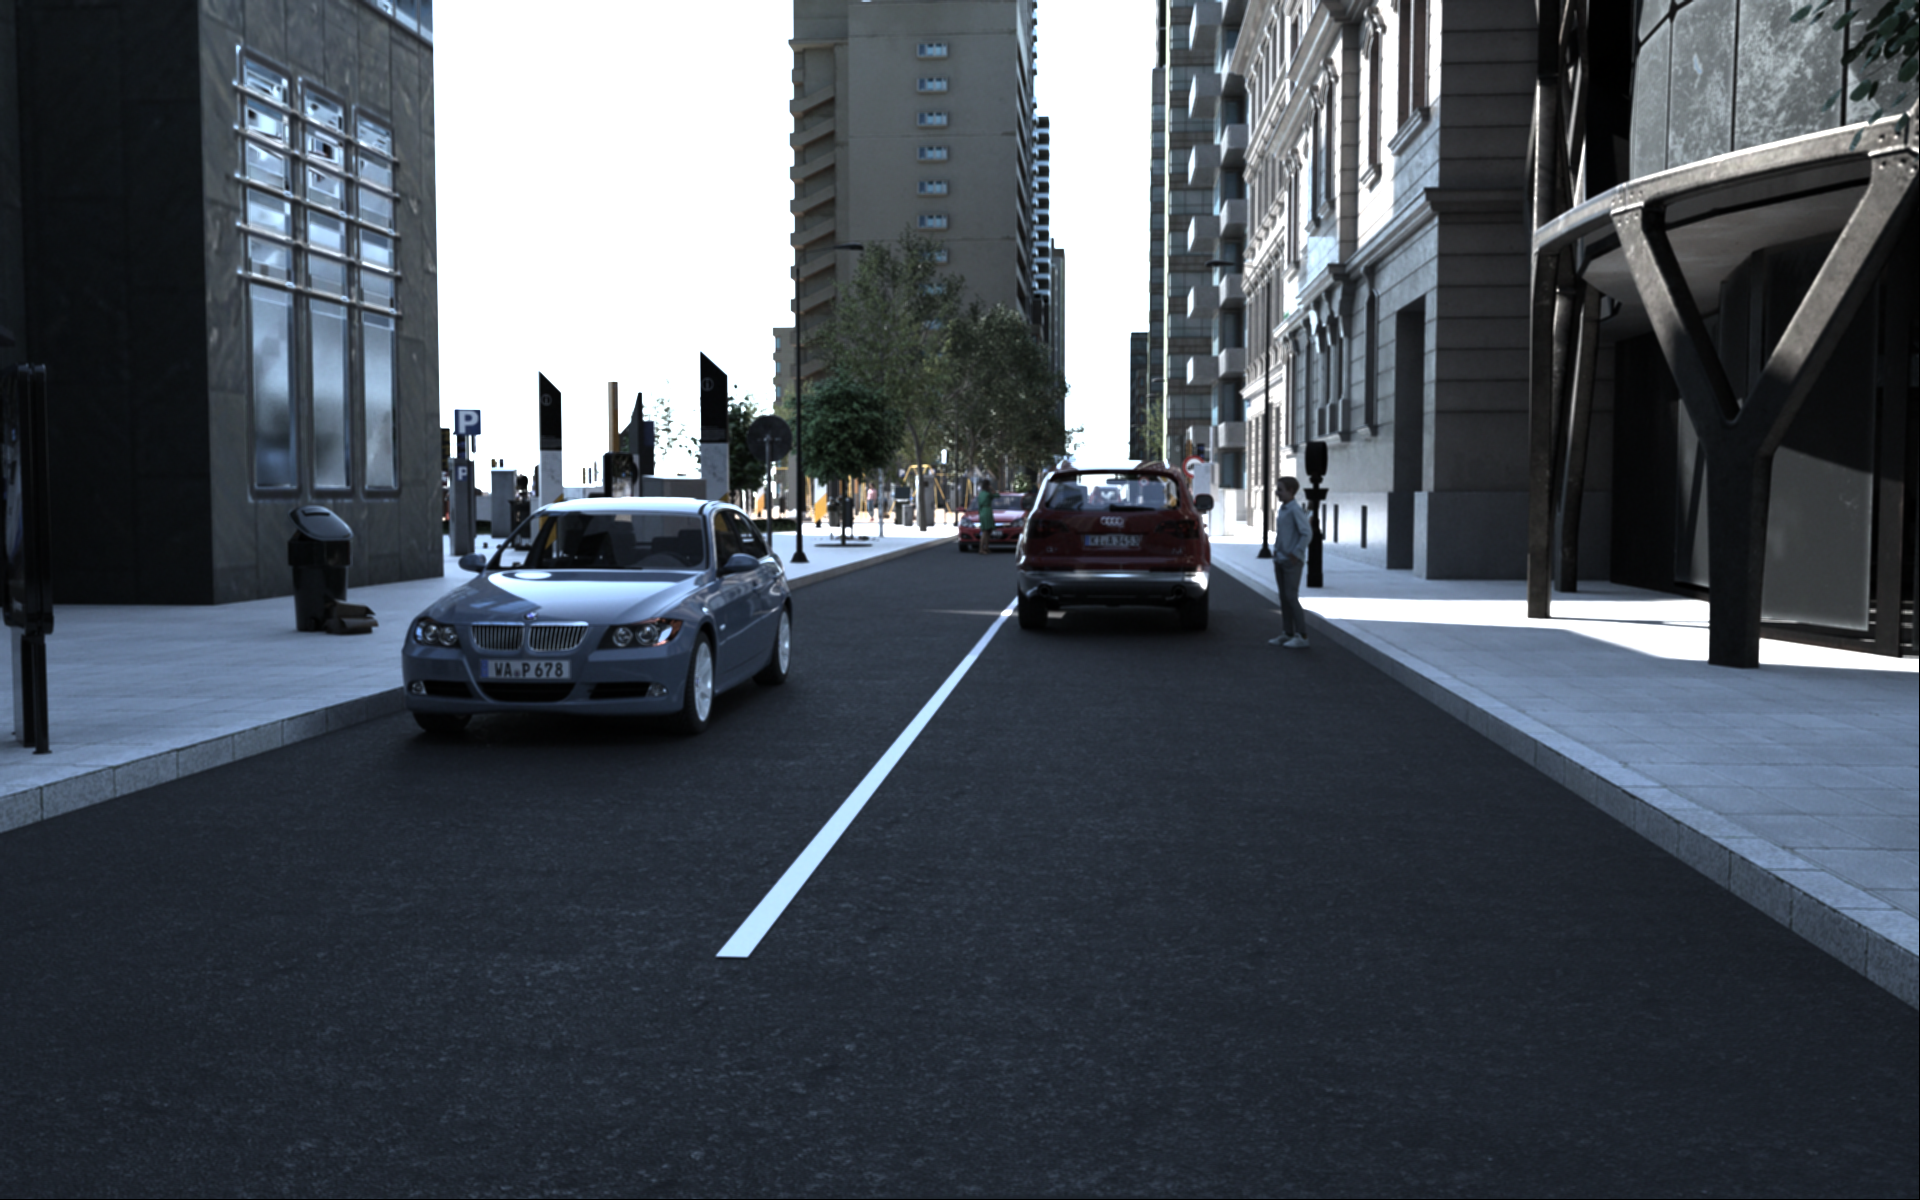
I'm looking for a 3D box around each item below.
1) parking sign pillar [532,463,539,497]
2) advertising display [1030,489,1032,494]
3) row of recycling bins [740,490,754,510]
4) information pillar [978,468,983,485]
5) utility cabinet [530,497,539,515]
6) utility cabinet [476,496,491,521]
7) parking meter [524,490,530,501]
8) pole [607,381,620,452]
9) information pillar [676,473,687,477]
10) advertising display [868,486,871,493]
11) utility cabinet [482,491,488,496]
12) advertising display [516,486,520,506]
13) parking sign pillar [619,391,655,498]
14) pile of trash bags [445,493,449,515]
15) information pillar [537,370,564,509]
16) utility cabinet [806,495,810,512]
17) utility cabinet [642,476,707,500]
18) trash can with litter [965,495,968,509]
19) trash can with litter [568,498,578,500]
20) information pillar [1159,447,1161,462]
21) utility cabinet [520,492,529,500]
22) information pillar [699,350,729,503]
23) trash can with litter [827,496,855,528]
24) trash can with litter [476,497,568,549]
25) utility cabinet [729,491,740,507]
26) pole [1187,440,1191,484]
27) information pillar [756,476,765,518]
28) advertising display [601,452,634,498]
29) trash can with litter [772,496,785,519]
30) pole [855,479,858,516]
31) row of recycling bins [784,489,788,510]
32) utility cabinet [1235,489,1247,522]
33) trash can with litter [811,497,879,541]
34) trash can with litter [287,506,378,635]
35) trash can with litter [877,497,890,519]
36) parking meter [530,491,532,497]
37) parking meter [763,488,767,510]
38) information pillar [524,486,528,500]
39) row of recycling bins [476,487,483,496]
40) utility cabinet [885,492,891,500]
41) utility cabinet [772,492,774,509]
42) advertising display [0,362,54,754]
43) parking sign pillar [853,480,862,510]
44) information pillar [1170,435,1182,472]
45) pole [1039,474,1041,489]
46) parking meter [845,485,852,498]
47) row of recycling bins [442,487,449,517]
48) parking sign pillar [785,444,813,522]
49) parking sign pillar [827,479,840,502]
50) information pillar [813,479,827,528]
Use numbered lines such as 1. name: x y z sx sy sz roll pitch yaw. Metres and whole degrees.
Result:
1. parking sign pillar: -27.474 -7.671 113.887 1.447 3.967 1.447 3 5 44
2. advertising display: 5.721 -8.227 139.732 0.123 1.923 0.974 0 4 2
3. row of recycling bins: -18.731 -8.348 143.604 3.534 1.692 1.069 1 4 17
4. information pillar: 1.805 -9.713 150.161 0.504 3.616 0.183 0 4 -5
5. utility cabinet: -8.964 -1.658 38.264 1.020 1.237 0.306 1 4 15
6. utility cabinet: -16.954 -3.053 61.077 1.020 1.237 0.306 -1 4 -12
7. parking meter: -29.330 -6.620 116.641 0.372 1.533 0.369 0 3 0
8. pole: -6.246 -2.288 31.257 0.158 3.312 0.155 0 3 0
9. information pillar: -9.781 -3.451 60.913 0.304 2.012 0.304 0 4 7
10. advertising display: -7.539 -8.507 144.304 0.123 1.923 0.974 -2 4 -29
11. utility cabinet: -31.976 -6.510 115.110 1.173 1.500 0.318 0 4 -2
12. advertising display: -34.833 -7.989 135.834 0.123 1.923 0.974 1 4 15
13. parking sign pillar: -8.503 -3.532 46.220 1.447 3.967 1.447 -1 4 -21
14. pile of trash bags: -19.526 -3.198 62.037 3.447 1.369 1.912 0 4 -5
15. information pillar: -7.775 -2.538 32.855 0.504 3.616 0.183 -3 5 -41
16. utility cabinet: -11.070 -6.794 122.239 1.020 1.237 0.306 3 4 39
17. utility cabinet: -3.496 -0.775 21.348 0.318 1.500 1.173 1 4 17
18. trash can with litter: 0.380 -8.618 151.959 1.678 1.210 2.233 1 4 14
19. trash can with litter: -20.362 -4.618 86.565 1.678 1.210 2.233 2 4 33
20. information pillar: 9.989 -5.823 86.563 0.183 3.616 0.504 1 4 12
21. utility cabinet: -38.801 -8.947 154.955 1.173 1.500 0.318 1 4 12
22. information pillar: -4.001 -2.250 28.140 0.504 3.616 0.183 1 4 14
23. trash can with litter: -4.582 -3.371 66.498 1.055 1.170 0.624 -1 4 -13
24. trash can with litter: -10.617 -1.842 41.174 2.233 1.210 1.678 -1 4 -19
25. utility cabinet: -15.185 -6.522 115.313 0.318 1.500 1.173 3 5 39
26. pole: 8.654 -4.384 65.519 0.158 3.312 0.155 0 3 0
27. information pillar: -10.818 -6.267 93.815 0.504 3.616 0.183 2 4 33
28. advertising display: -5.268 -1.320 26.789 0.123 1.923 0.974 1 4 9
29. trash can with litter: -8.972 -4.514 84.864 1.678 1.210 2.233 1 4 19
30. pole: -6.070 -6.587 101.546 0.158 3.312 0.155 0 3 0
31. row of recycling bins: -13.514 -8.135 140.112 1.069 1.692 3.534 -1 4 -19
32. utility cabinet: 12.843 -4.305 79.069 1.173 1.500 0.318 -2 4 -31
33. trash can with litter: -3.045 -2.276 48.266 1.678 1.210 2.233 -2 4 -30
34. trash can with litter: -5.804 -0.293 16.173 1.055 1.170 0.624 3 5 39
35. trash can with litter: -3.920 -4.838 90.487 0.624 1.170 1.055 -2 4 -25
36. parking meter: -30.509 -7.029 123.332 0.372 1.533 0.369 0 3 0
37. parking meter: -15.934 -8.326 141.835 0.399 1.863 0.255 2 4 23
38. information pillar: -38.085 -9.025 152.049 0.304 2.012 0.304 -2 4 -32
39. row of recycling bins: -29.260 -5.849 102.739 1.069 1.692 3.534 0 4 4
40. utility cabinet: -6.112 -8.932 154.710 1.173 1.500 0.318 -2 4 -25
41. utility cabinet: -16.528 -8.591 149.144 0.318 1.500 1.173 2 4 32
42. advertising display: -4.784 -0.223 8.864 0.123 1.923 0.974 -2 4 -35
43. parking sign pillar: -8.089 -9.381 141.855 1.447 3.967 1.447 0 4 -3
44. information pillar: 8.543 -4.711 68.381 0.504 3.616 0.183 2 4 32
45. pole: 6.706 -9.264 145.308 0.158 3.312 0.155 0 3 0
46. parking meter: -6.922 -6.232 107.606 0.399 1.863 0.255 -3 5 -43
47. row of recycling bins: -28.519 -5.489 96.863 1.069 1.692 3.534 0 4 0
48. parking sign pillar: -7.639 -5.667 81.133 1.447 3.967 1.447 -2 4 -26
49. parking sign pillar: -10.581 -9.647 146.196 1.447 3.967 1.447 2 4 26
50. information pillar: -5.231 -4.492 64.804 0.504 3.616 0.183 1 4 21
